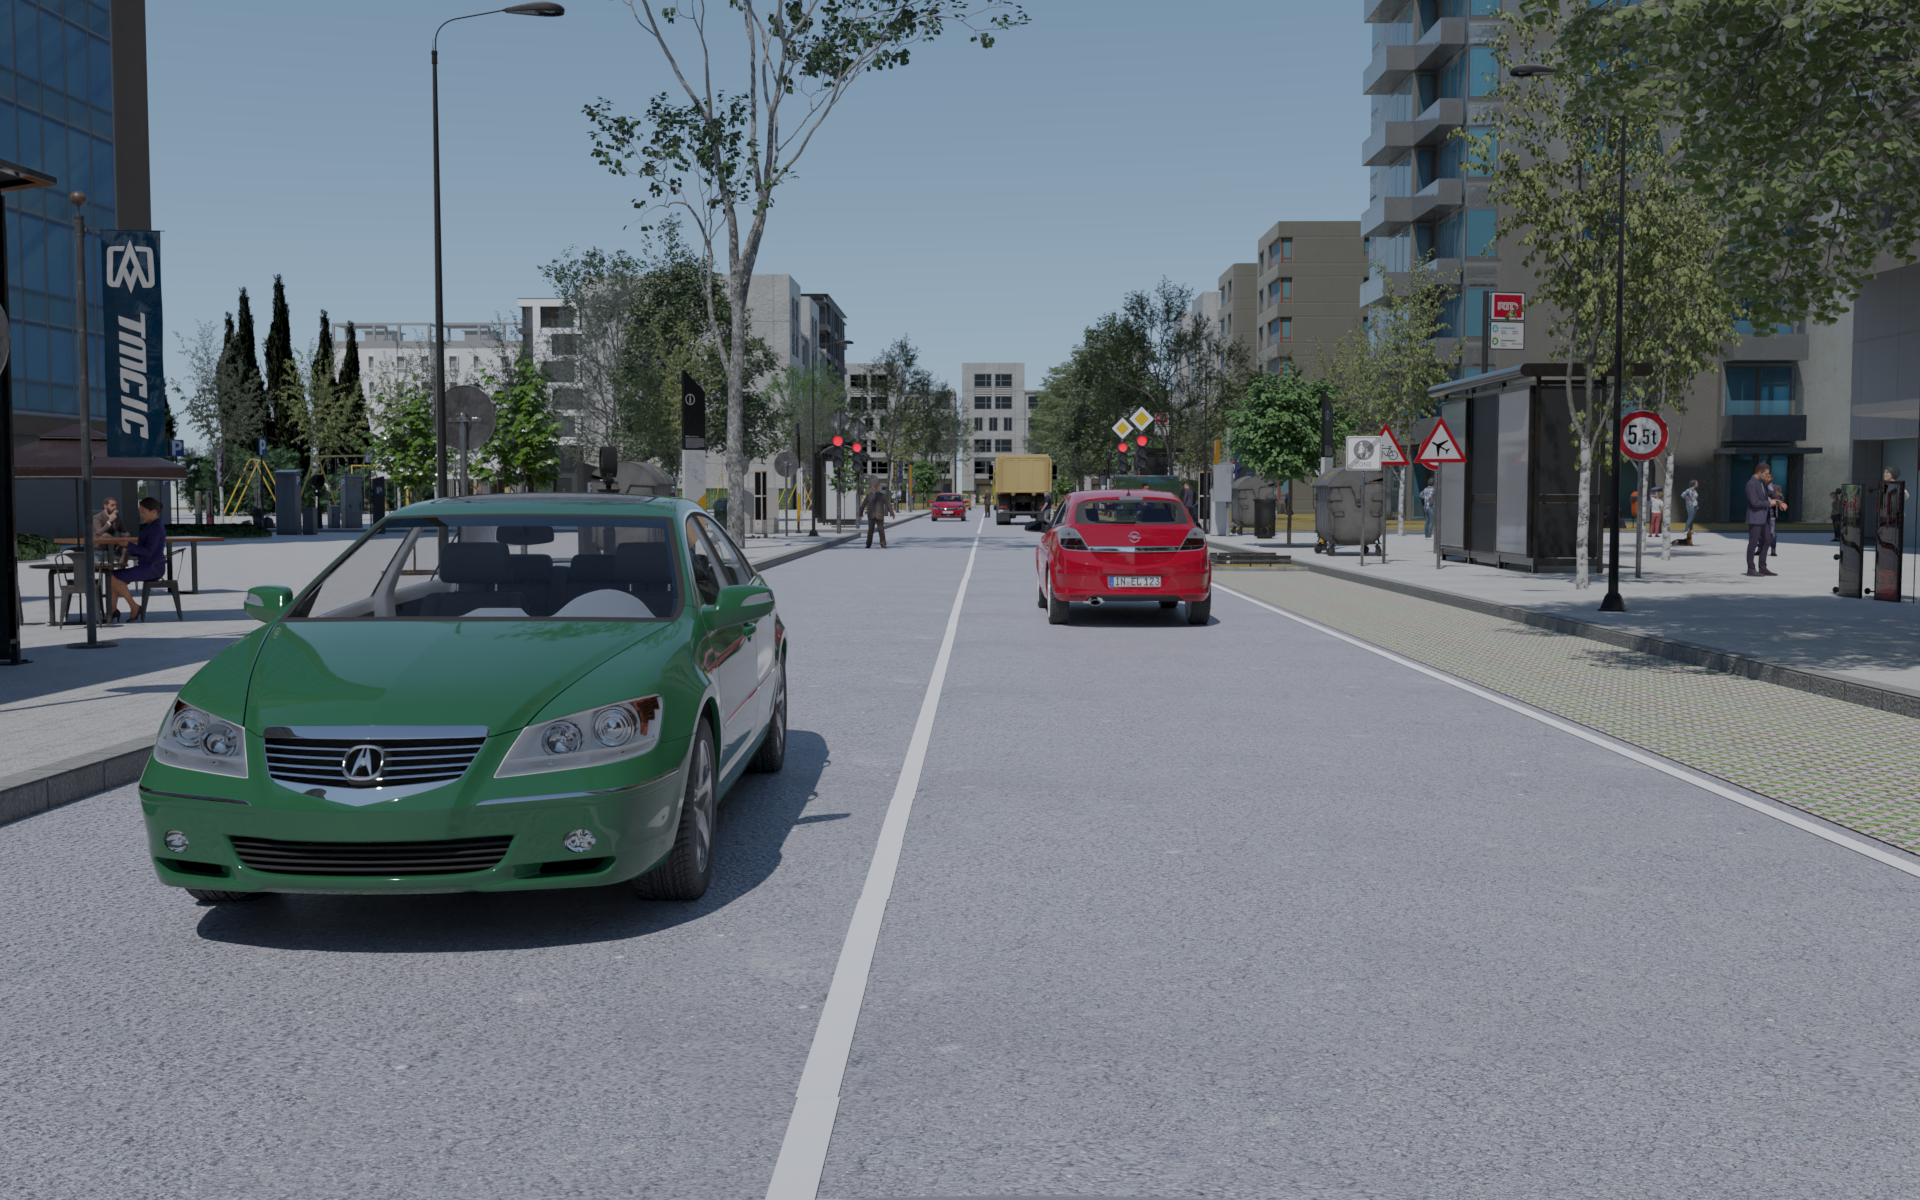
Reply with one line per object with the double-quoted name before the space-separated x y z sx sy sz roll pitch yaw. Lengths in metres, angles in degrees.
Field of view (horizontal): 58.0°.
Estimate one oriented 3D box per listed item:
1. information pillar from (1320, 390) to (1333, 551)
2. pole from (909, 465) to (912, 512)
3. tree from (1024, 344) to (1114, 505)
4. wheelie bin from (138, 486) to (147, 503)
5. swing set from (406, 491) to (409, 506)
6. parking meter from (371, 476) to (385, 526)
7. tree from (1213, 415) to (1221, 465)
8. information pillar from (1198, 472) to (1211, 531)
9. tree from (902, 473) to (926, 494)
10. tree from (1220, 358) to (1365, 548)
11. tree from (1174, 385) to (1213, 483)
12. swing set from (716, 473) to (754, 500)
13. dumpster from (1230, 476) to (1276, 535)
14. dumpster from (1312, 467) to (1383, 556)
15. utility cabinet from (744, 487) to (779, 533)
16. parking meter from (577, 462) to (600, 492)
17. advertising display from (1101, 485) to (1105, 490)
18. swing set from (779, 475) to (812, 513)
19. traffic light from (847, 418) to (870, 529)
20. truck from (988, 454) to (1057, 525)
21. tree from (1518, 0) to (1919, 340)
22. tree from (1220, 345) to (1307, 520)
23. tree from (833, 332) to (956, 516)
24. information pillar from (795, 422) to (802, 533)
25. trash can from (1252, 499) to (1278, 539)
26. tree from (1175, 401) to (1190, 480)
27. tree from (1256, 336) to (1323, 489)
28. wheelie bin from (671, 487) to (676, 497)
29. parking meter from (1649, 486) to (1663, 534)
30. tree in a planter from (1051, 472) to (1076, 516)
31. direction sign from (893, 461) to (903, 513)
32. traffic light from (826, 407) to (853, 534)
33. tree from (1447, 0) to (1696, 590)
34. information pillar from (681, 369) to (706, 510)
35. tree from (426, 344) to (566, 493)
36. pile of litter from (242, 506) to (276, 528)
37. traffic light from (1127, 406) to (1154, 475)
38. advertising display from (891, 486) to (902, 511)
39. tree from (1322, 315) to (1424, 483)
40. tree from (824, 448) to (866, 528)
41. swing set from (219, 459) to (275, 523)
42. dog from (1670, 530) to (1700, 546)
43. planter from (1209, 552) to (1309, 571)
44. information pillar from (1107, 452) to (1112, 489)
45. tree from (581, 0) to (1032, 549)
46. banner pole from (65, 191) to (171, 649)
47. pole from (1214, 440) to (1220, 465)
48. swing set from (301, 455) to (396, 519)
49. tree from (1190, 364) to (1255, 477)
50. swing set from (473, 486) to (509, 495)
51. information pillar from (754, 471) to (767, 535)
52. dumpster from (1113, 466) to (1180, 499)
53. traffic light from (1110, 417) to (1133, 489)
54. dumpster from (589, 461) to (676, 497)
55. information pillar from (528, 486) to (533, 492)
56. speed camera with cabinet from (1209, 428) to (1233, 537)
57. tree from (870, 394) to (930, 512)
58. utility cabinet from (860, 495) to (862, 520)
"information pillar" 8.323 -2.934 39.323 0.183 3.616 0.504 2 4 35
"pole" -3.474 -7.803 121.428 0.158 3.312 0.155 0 3 0
"tree" 9.027 -12.982 130.375 7.486 12.596 7.792 0 3 0
"wheelie bin" -30.305 -3.471 64.654 0.980 1.594 0.693 -1 4 -15
"swing set" -31.350 -5.893 93.965 3.119 2.851 2.862 -1 4 -20
"parking meter" -18.680 -3.051 55.594 0.399 1.863 0.255 -2 4 -32
"tree" 15.493 -8.524 89.723 4.360 8.622 3.978 0 3 0
"information pillar" 7.996 -3.185 56.571 0.304 2.012 0.304 3 5 39
"tree" -3.767 -8.691 136.694 1.663 3.219 1.824 0 3 0
"tree" 7.975 -3.544 41.666 4.285 4.588 4.351 0 3 0
"tree" 16.234 -10.103 115.546 4.360 8.622 3.978 0 3 0
"swing set" -16.413 -7.962 127.801 3.119 2.851 2.862 1 4 12
"dumpster" 9.276 -3.001 54.820 1.264 1.857 1.865 0 4 1
"dumpster" 8.166 -1.870 36.326 1.264 1.857 1.865 0 4 1
"utility cabinet" -6.496 -2.911 56.273 1.173 1.500 0.318 -1 4 -18
"parking meter" -6.781 -1.591 31.727 0.399 1.863 0.255 -2 4 -34
"advertising display" 9.927 -6.847 117.159 0.123 1.923 0.974 -3 5 -45
"swing set" -10.459 -7.065 113.126 2.862 2.851 3.119 0 4 7
"traffic light" -3.754 -4.582 63.837 0.839 4.253 0.868 0 4 1
"truck" 3.028 -5.338 83.196 3.469 3.379 9.791 0 4 2
"tree" 7.185 -5.764 12.374 7.486 12.596 7.792 0 3 0
"tree" 15.258 -8.221 84.776 4.360 8.622 3.978 0 3 0
"tree" -3.967 -10.112 99.742 7.601 10.594 8.767 1 4 17
"information pillar" -5.263 -3.981 56.451 0.183 3.616 0.504 -1 4 -10
"trash can" 8.770 -2.334 49.814 0.748 1.137 0.748 0 3 0
"tree" 16.817 -10.437 120.999 4.737 8.622 4.395 0 3 0
"tree" 16.606 -7.822 78.252 4.737 8.622 4.395 0 3 0
"wheelie bin" -5.932 -1.589 33.893 0.693 1.594 0.980 0 4 1
"parking meter" 22.452 -2.903 55.873 0.372 1.533 0.369 0 3 0
"tree in a planter" 6.875 -7.222 115.304 1.991 3.239 1.994 0 4 1
"direction sign" -4.240 -7.728 118.354 0.876 3.537 0.379 3 5 41
"traffic light" -3.892 -4.094 55.853 0.839 4.253 0.868 0 4 1
"tree" 8.617 -4.447 23.064 4.737 8.622 4.395 0 3 0
"information pillar" -5.033 -2.528 32.687 0.504 3.616 0.183 -3 5 -42
"tree" -5.593 -1.703 22.444 1.663 3.219 1.824 0 3 0
"pile of litter" -26.318 -3.098 64.624 1.719 0.858 1.176 -2 4 -24
"traffic light" 5.808 -4.084 55.702 0.839 4.253 0.868 0 4 1
"advertising display" -4.831 -7.742 131.801 0.974 1.923 0.123 2 4 31
"tree" 16.914 -7.333 70.258 4.360 8.622 3.978 0 3 0
"tree" -4.527 -4.382 66.250 1.663 3.219 1.824 0 3 0
"swing set" -31.589 -4.904 77.804 2.862 2.851 3.119 -1 4 -14
"dog" 17.869 -1.534 42.825 0.550 0.427 0.748 -2 4 -25
"planter" 5.444 -0.717 32.860 1.991 0.319 1.994 0 4 1
"information pillar" 8.270 -6.371 95.512 0.183 3.616 0.504 2 4 28
"tree" -4.076 -11.319 40.949 12.611 20.169 13.585 0 3 0
"banner pole" -7.055 -1.495 14.461 0.863 3.779 0.401 -1 4 -10
"pole" 9.643 -4.358 65.099 0.158 3.312 0.155 0 3 0
"swing set" -25.049 -4.426 69.979 3.119 2.851 2.862 2 4 26
"tree" 15.850 -9.073 98.704 4.737 8.622 4.395 0 3 0
"swing set" -31.318 -7.167 114.802 3.119 2.851 2.862 -1 4 -18
"information pillar" -6.338 -3.092 55.046 0.304 2.012 0.304 2 4 26
"dumpster" 5.521 -2.848 51.518 1.985 2.255 1.502 0 4 1
"traffic light" 5.946 -4.573 63.686 0.839 4.253 0.868 0 4 1
"dumpster" -5.851 -1.538 30.910 1.264 1.857 1.865 0 4 1
"information pillar" -13.014 -2.954 52.788 0.304 2.012 0.304 1 4 10
"speed camera with cabinet" 7.917 -3.566 52.638 0.660 3.252 2.038 0 4 5
"tree" -4.075 -10.777 126.563 4.737 8.622 4.395 0 3 0
"utility cabinet" -5.286 -4.538 85.357 0.306 1.237 1.020 3 5 43
